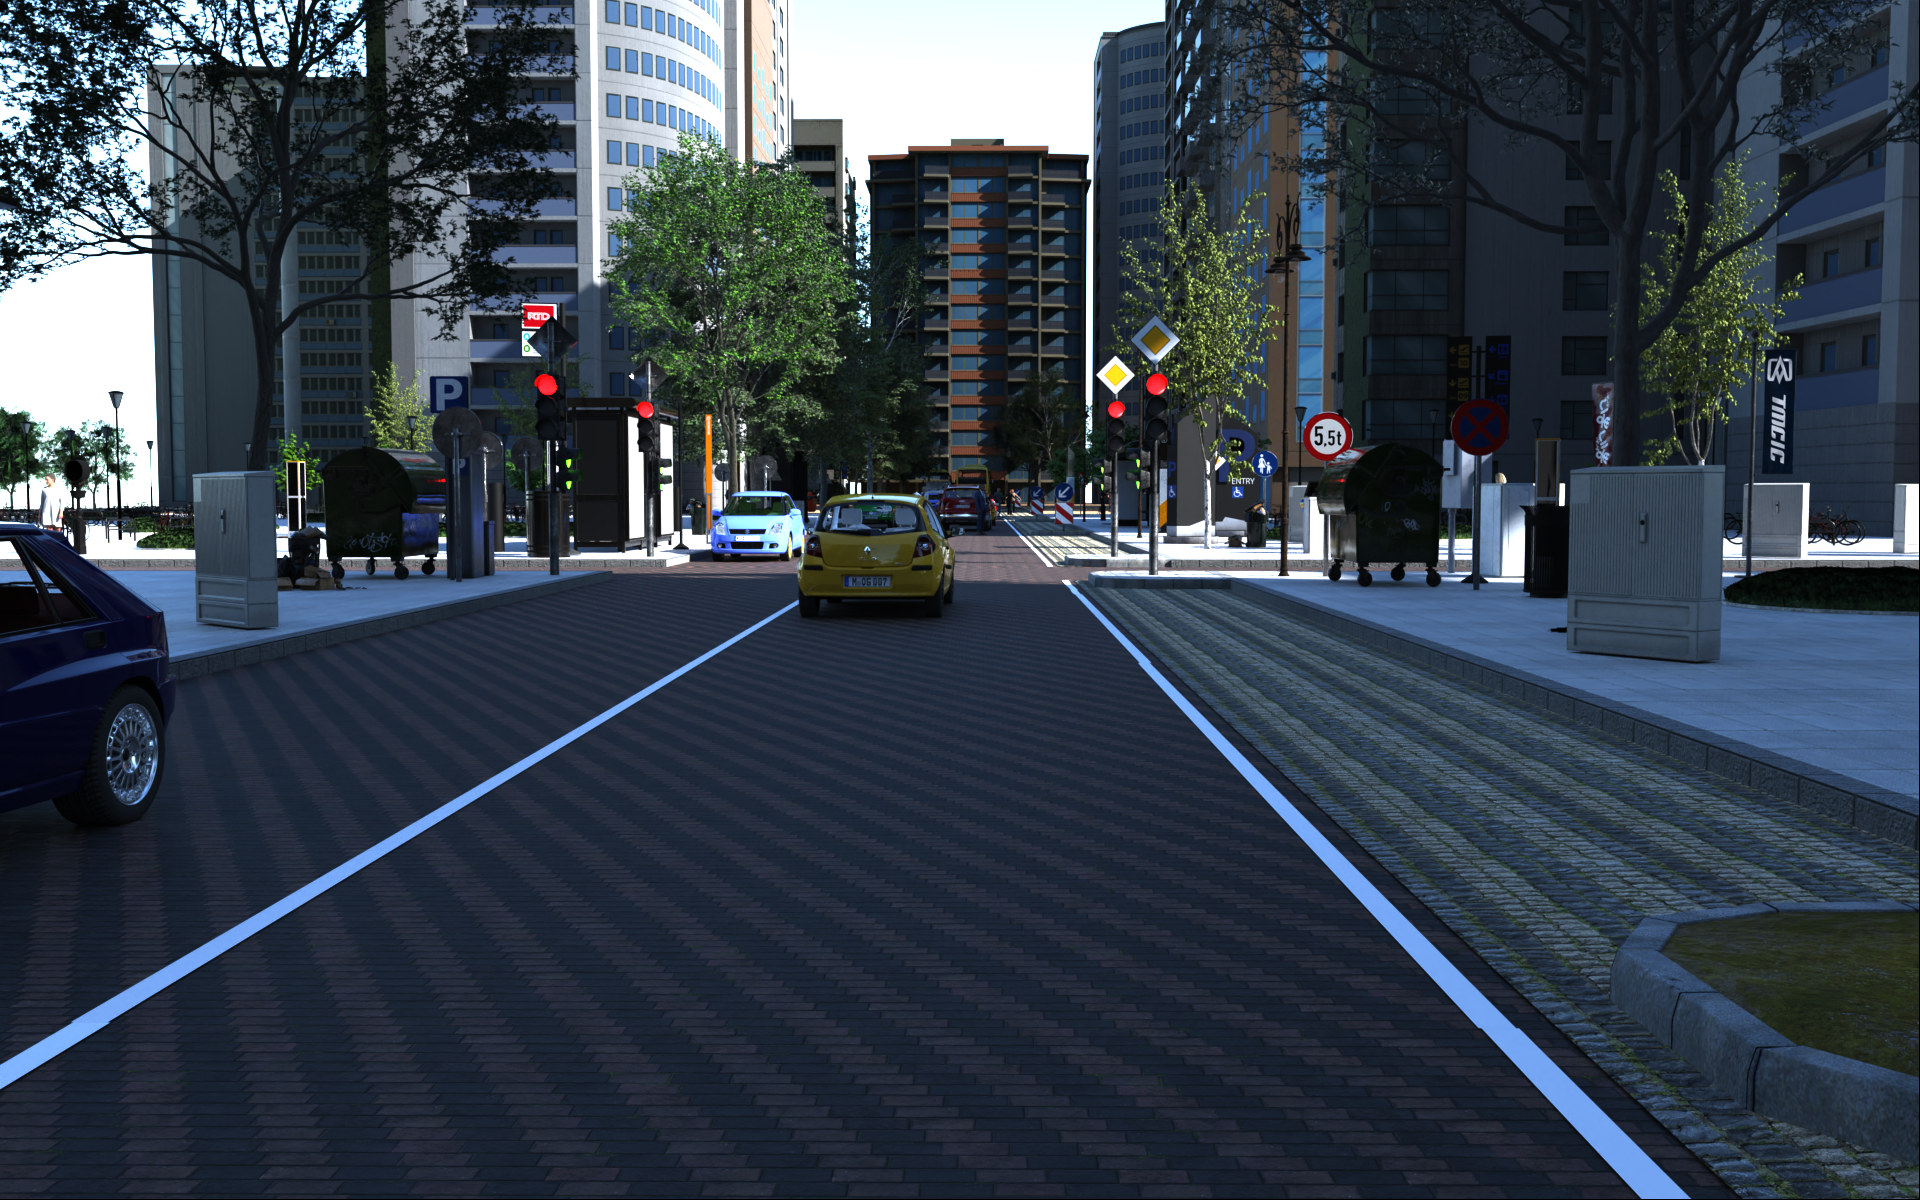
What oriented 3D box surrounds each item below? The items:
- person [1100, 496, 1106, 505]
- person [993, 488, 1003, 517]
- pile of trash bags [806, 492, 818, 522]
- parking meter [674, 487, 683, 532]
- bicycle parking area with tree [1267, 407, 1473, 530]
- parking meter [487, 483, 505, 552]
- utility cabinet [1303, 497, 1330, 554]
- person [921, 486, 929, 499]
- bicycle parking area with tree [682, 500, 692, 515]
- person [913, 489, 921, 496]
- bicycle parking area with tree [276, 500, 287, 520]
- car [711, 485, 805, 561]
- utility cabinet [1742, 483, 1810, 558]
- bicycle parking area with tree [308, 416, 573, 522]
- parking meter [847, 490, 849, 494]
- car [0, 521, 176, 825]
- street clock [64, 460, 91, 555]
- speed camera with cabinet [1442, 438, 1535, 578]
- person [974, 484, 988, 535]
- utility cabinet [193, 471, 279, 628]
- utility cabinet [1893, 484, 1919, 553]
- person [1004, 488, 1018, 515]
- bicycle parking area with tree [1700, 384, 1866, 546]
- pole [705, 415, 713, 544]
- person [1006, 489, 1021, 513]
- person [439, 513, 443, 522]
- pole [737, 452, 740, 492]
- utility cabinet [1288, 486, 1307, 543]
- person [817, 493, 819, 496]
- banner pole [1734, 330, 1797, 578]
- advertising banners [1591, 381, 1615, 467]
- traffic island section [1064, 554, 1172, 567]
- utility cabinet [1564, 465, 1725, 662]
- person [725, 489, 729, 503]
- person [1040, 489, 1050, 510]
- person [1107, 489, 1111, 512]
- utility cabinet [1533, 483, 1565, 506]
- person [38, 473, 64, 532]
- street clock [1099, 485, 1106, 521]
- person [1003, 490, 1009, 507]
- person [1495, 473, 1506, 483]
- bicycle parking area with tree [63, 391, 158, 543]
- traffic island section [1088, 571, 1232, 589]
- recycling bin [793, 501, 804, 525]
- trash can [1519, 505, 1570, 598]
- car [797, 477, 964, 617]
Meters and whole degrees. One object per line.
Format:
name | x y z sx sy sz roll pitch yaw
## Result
person | 12.300 -8.557 149.146 0.628 1.438 0.799 -3 4 -38
person | 2.408 -6.199 110.026 0.661 1.801 0.590 0 4 -3
pile of trash bags | -7.676 -4.251 79.258 1.912 1.369 3.447 2 4 32
parking meter | -9.682 -3.107 59.218 0.372 1.533 0.369 0 3 0
bicycle parking area with tree | 13.631 -4.323 57.687 8.231 4.147 9.016 0 4 -7
parking meter | -10.286 -1.831 38.348 0.372 1.533 0.369 0 3 0
utility cabinet | 7.952 -1.609 37.465 1.020 1.237 0.306 -1 4 -15
person | -1.907 -5.203 93.446 0.514 1.842 0.818 1 4 16
bicycle parking area with tree | -19.469 -7.343 107.068 9.016 4.147 8.231 1 4 12
person | -3.379 -7.665 133.805 1.348 1.826 0.705 0 4 2
bicycle parking area with tree | -32.413 -6.081 86.421 8.231 4.147 9.016 0 4 6
car | -4.419 -1.742 38.077 1.945 1.707 3.694 0 4 1
utility cabinet | 16.350 -1.594 34.743 0.318 1.500 1.173 -3 5 -41
bicycle parking area with tree | -17.671 -4.651 63.053 8.231 4.147 9.016 2 4 25
parking meter | -7.294 -6.277 111.039 0.372 1.533 0.369 0 3 0
car | -4.488 0.386 6.265 1.945 1.354 3.894 0 4 2
street clock | -18.668 -1.964 36.679 0.471 2.002 0.358 1 4 15
speed camera with cabinet | 8.330 -2.018 27.331 0.660 3.252 2.038 -1 4 -10
person | 0.749 -3.220 61.334 0.419 1.800 0.721 3 4 36
utility cabinet | -7.014 -0.492 16.726 1.173 1.500 0.318 3 5 44
utility cabinet | 20.781 -1.761 37.472 1.173 1.500 0.318 -1 4 -20
person | 3.443 -6.738 118.690 0.705 1.821 1.348 -3 5 -44
bicycle parking area with tree | 20.442 -3.708 47.626 9.016 4.147 8.231 3 4 39
pole | -6.457 -3.099 44.518 0.158 3.312 0.155 0 3 0
person | 3.864 -7.277 127.485 1.348 1.823 0.705 0 4 2
person | -17.020 -2.938 56.676 0.503 1.515 0.523 1 4 10
pole | -9.261 -4.780 71.993 0.158 3.312 0.155 0 3 0
utility cabinet | 8.942 -2.206 44.743 0.318 1.500 1.173 -2 4 -24
person | -10.468 -7.730 132.510 1.350 1.814 0.705 -1 4 -20
banner pole | 12.325 -2.228 26.444 0.863 3.779 0.401 0 4 3
advertising banners | 10.313 -1.850 26.439 0.090 3.025 2.074 -1 4 -19
traffic island section | 3.175 -0.801 35.375 2.009 0.180 2.903 0 4 1
utility cabinet | 5.343 -0.299 13.562 0.318 1.500 1.173 -2 4 -33
person | -12.122 -5.240 91.674 0.622 1.834 0.822 -2 4 -33
person | 6.767 -8.262 141.833 1.217 1.736 0.721 1 4 13
person | 10.671 -7.070 123.107 0.415 1.643 0.593 1 4 21
utility cabinet | 12.186 -1.697 36.426 1.173 1.500 0.318 -2 4 -32
person | -19.889 -1.900 37.865 0.760 1.731 0.466 3 4 38
street clock | 6.915 -4.833 83.595 0.358 2.002 0.471 2 4 34
person | 4.755 -9.981 171.701 1.348 1.823 0.705 -1 4 -21
person | 13.248 -2.224 42.592 0.709 1.800 0.728 -2 4 -30
bicycle parking area with tree | -26.006 -3.741 48.176 8.231 4.147 9.016 1 4 9
traffic island section | 3.081 -0.312 27.390 2.009 0.180 2.903 0 4 1
recycling bin | -6.407 -3.290 66.337 0.722 1.027 0.722 -2 4 -24
trash can | 7.334 -0.604 21.531 0.748 1.137 0.748 0 3 0
car | -0.973 -0.697 21.616 2.015 1.641 3.980 0 4 2
